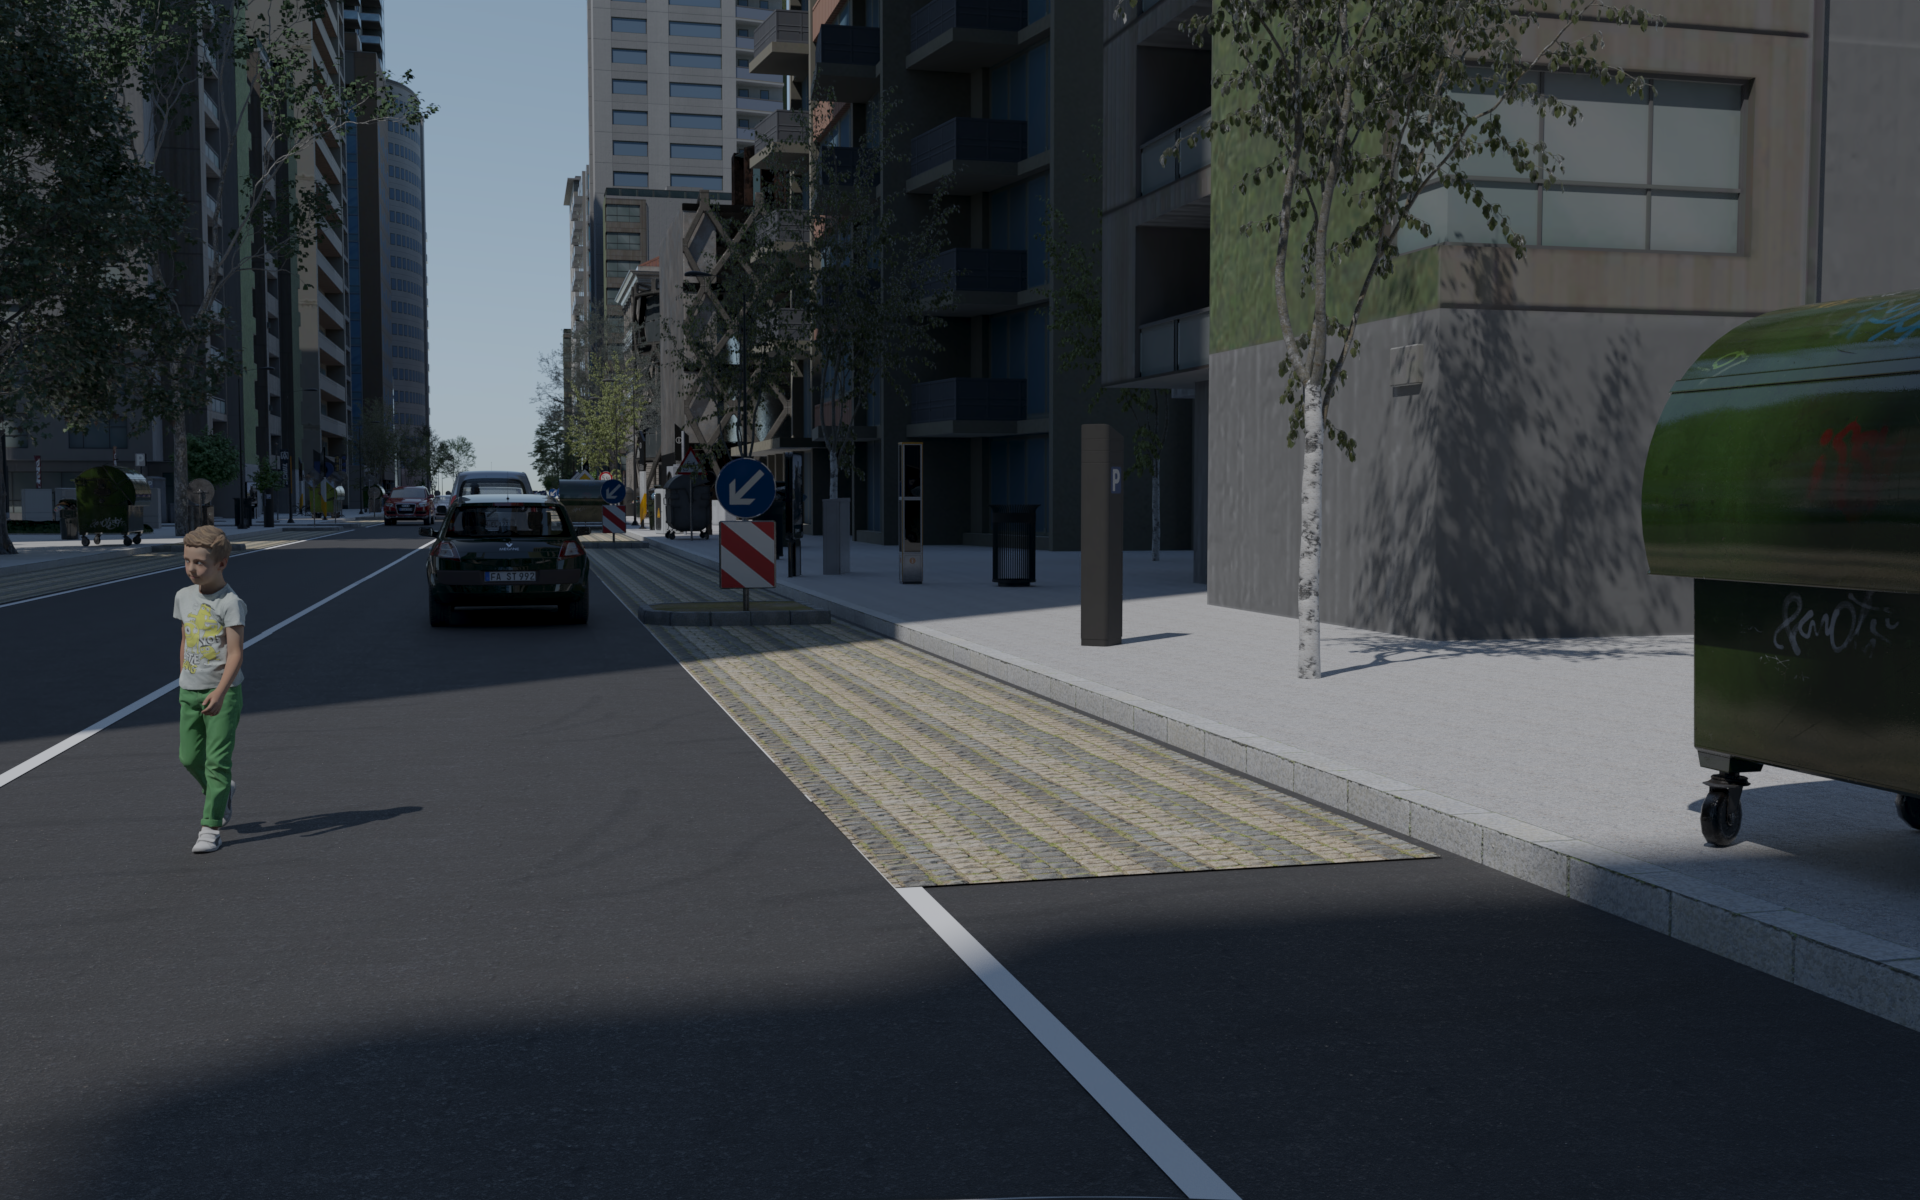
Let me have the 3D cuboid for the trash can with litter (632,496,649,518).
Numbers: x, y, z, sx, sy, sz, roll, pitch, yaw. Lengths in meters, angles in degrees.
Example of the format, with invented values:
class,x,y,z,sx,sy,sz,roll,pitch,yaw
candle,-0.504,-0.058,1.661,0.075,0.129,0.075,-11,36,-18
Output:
class,x,y,z,sx,sy,sz,roll,pitch,yaw
trash can with litter,-17.179,-5.025,93.551,0.624,1.170,1.055,1,4,19

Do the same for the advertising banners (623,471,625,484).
class,x,y,z,sx,sy,sz,roll,pitch,yaw
advertising banners,-25.336,-8.163,129.657,0.090,3.025,2.074,0,4,3

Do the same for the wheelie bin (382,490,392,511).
class,x,y,z,sx,sy,sz,roll,pitch,yaw
wheelie bin,-43.366,-7.553,131.396,0.980,1.594,0.693,-2,4,-27

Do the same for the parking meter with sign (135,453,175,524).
class,x,y,z,sx,sy,sz,roll,pitch,yaw
parking meter with sign,-34.864,-4.828,75.194,0.543,3.016,1.738,1,4,21

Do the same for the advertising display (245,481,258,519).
class,x,y,z,sx,sy,sz,roll,pitch,yaw
advertising display,-36.370,-5.118,88.894,0.123,1.923,0.974,1,4,8

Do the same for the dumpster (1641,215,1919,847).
class,x,y,z,sx,sy,sz,roll,pitch,yaw
dumpster,3.452,-0.191,5.619,1.502,2.255,1.985,-1,4,-14

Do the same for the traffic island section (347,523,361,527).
class,x,y,z,sx,sy,sz,roll,pitch,yaw
traffic island section,-27.195,-3.247,75.373,2.009,0.180,2.903,-1,4,-14

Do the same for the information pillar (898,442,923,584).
class,x,y,z,sx,sy,sz,roll,pitch,yaw
information pillar,-0.704,-1.237,24.722,0.304,2.012,0.304,-1,4,-12

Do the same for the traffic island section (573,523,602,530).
class,x,y,z,sx,sy,sz,roll,pitch,yaw
traffic island section,-17.122,-3.403,77.923,2.009,0.180,2.903,-1,4,-14

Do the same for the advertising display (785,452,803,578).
class,x,y,z,sx,sy,sz,roll,pitch,yaw
advertising display,-2.582,-1.332,26.994,0.123,1.923,0.974,0,4,4

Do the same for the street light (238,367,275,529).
class,x,y,z,sx,sy,sz,roll,pitch,yaw
street light,-25.701,-5.548,63.251,1.470,5.913,1.316,-1,4,-14

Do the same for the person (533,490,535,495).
class,x,y,z,sx,sy,sz,roll,pitch,yaw
person,-45.249,-10.716,183.699,0.705,1.826,1.348,2,4,26

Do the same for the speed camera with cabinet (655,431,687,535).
class,x,y,z,sx,sy,sz,roll,pitch,yaw
speed camera with cabinet,-9.150,-3.708,54.960,0.660,3.252,2.038,-2,4,-26

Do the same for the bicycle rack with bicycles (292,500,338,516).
class,x,y,z,sx,sy,sz,roll,pitch,yaw
bicycle rack with bicycles,-37.429,-5.343,100.734,2.925,0.926,2.852,-2,4,-26

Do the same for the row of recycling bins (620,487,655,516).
class,x,y,z,sx,sy,sz,roll,pitch,yaw
row of recycling bins,-18.930,-5.731,100.814,3.534,1.692,1.069,-3,4,-37

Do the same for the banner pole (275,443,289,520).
class,x,y,z,sx,sy,sz,roll,pitch,yaw
banner pole,-33.211,-5.799,84.836,0.863,3.779,0.401,-2,4,-25

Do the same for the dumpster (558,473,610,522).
class,x,y,z,sx,sy,sz,roll,pitch,yaw
dumpster,-14.672,-3.835,67.652,1.985,2.255,1.502,-1,4,-13

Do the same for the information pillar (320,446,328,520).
class,x,y,z,sx,sy,sz,roll,pitch,yaw
information pillar,-31.358,-5.747,85.323,0.183,3.616,0.504,-3,5,-41

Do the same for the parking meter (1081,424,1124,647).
class,x,y,z,sx,sy,sz,roll,pitch,yaw
parking meter,1.208,-0.550,14.697,0.255,1.863,0.399,2,4,27

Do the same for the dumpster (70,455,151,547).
class,x,y,z,sx,sy,sz,roll,pitch,yaw
dumpster,-21.157,-2.488,43.171,1.502,2.255,1.985,-1,4,-14

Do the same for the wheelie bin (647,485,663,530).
class,x,y,z,sx,sy,sz,roll,pitch,yaw
wheelie bin,-10.740,-3.287,61.645,0.693,1.594,0.980,-2,4,-32

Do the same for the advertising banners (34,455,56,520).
class,x,y,z,sx,sy,sz,roll,pitch,yaw
advertising banners,-41.556,-5.060,78.918,0.090,3.025,2.074,0,4,3

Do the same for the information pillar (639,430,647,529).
class,x,y,z,sx,sy,sz,roll,pitch,yaw
information pillar,-11.615,-4.407,63.413,0.183,3.616,0.504,-2,4,-29

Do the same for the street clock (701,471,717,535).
class,x,y,z,sx,sy,sz,roll,pitch,yaw
street clock,-7.872,-3.040,54.271,0.471,2.002,0.358,0,4,2

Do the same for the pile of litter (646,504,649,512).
class,x,y,z,sx,sy,sz,roll,pitch,yaw
pile of litter,-17.507,-5.058,96.665,1.176,0.858,1.719,-3,5,-41

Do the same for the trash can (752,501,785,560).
class,x,y,z,sx,sy,sz,roll,pitch,yaw
trash can,-3.772,-1.364,33.952,0.748,1.137,0.748,0,3,0

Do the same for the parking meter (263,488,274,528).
class,x,y,z,sx,sy,sz,roll,pitch,yaw
parking meter,-26.580,-3.558,66.577,0.372,1.533,0.369,0,3,0

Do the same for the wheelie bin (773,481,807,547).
class,x,y,z,sx,sy,sz,roll,pitch,yaw
wheelie bin,-4.200,-2.087,42.030,0.980,1.594,0.693,0,4,1

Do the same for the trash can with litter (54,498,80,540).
class,x,y,z,sx,sy,sz,roll,pitch,yaw
trash can with litter,-25.132,-2.289,48.815,0.624,1.170,1.055,-1,4,-22

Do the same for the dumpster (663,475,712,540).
class,x,y,z,sx,sy,sz,roll,pitch,yaw
dumpster,-7.740,-2.661,49.262,1.264,1.857,1.865,-1,4,-14

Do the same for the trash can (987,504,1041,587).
class,x,y,z,sx,sy,sz,roll,pitch,yaw
trash can,0.752,-0.761,24.091,0.748,1.137,0.748,0,3,0

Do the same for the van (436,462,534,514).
class,x,y,z,sx,sy,sz,roll,pitch,yaw
van,-8.697,-1.540,32.197,2.013,2.044,4.112,-1,4,-16

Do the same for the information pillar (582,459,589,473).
class,x,y,z,sx,sy,sz,roll,pitch,yaw
information pillar,-25.063,-7.631,116.113,0.504,3.616,0.183,1,4,20

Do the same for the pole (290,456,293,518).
class,x,y,z,sx,sy,sz,roll,pitch,yaw
pole,-36.143,-6.093,93.458,0.158,3.312,0.155,0,3,0

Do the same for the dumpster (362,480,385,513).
class,x,y,z,sx,sy,sz,roll,pitch,yaw
dumpster,-40.864,-7.220,120.542,1.502,2.255,1.985,-1,4,-14

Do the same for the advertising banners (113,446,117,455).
class,x,y,z,sx,sy,sz,roll,pitch,yaw
advertising banners,-30.630,-4.054,62.471,0.090,3.025,2.074,-1,4,-13

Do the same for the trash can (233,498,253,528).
class,x,y,z,sx,sy,sz,roll,pitch,yaw
trash can,-27.123,-3.295,65.528,0.748,1.137,0.748,0,3,0

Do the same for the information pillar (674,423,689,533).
class,x,y,z,sx,sy,sz,roll,pitch,yaw
information pillar,-9.207,-4.033,57.289,0.504,3.616,0.183,-1,4,-18

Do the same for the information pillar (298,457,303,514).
class,x,y,z,sx,sy,sz,roll,pitch,yaw
information pillar,-41.530,-7.203,109.119,0.183,3.616,0.504,-3,5,-39

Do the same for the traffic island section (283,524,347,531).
class,x,y,z,sx,sy,sz,roll,pitch,yaw
traffic island section,-25.224,-2.774,67.634,2.009,0.180,2.903,-1,4,-14

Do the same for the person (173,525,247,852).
class,x,y,z,sx,sy,sz,roll,pitch,yaw
person,-3.075,0.344,7.131,0.306,1.304,0.590,0,4,-8
